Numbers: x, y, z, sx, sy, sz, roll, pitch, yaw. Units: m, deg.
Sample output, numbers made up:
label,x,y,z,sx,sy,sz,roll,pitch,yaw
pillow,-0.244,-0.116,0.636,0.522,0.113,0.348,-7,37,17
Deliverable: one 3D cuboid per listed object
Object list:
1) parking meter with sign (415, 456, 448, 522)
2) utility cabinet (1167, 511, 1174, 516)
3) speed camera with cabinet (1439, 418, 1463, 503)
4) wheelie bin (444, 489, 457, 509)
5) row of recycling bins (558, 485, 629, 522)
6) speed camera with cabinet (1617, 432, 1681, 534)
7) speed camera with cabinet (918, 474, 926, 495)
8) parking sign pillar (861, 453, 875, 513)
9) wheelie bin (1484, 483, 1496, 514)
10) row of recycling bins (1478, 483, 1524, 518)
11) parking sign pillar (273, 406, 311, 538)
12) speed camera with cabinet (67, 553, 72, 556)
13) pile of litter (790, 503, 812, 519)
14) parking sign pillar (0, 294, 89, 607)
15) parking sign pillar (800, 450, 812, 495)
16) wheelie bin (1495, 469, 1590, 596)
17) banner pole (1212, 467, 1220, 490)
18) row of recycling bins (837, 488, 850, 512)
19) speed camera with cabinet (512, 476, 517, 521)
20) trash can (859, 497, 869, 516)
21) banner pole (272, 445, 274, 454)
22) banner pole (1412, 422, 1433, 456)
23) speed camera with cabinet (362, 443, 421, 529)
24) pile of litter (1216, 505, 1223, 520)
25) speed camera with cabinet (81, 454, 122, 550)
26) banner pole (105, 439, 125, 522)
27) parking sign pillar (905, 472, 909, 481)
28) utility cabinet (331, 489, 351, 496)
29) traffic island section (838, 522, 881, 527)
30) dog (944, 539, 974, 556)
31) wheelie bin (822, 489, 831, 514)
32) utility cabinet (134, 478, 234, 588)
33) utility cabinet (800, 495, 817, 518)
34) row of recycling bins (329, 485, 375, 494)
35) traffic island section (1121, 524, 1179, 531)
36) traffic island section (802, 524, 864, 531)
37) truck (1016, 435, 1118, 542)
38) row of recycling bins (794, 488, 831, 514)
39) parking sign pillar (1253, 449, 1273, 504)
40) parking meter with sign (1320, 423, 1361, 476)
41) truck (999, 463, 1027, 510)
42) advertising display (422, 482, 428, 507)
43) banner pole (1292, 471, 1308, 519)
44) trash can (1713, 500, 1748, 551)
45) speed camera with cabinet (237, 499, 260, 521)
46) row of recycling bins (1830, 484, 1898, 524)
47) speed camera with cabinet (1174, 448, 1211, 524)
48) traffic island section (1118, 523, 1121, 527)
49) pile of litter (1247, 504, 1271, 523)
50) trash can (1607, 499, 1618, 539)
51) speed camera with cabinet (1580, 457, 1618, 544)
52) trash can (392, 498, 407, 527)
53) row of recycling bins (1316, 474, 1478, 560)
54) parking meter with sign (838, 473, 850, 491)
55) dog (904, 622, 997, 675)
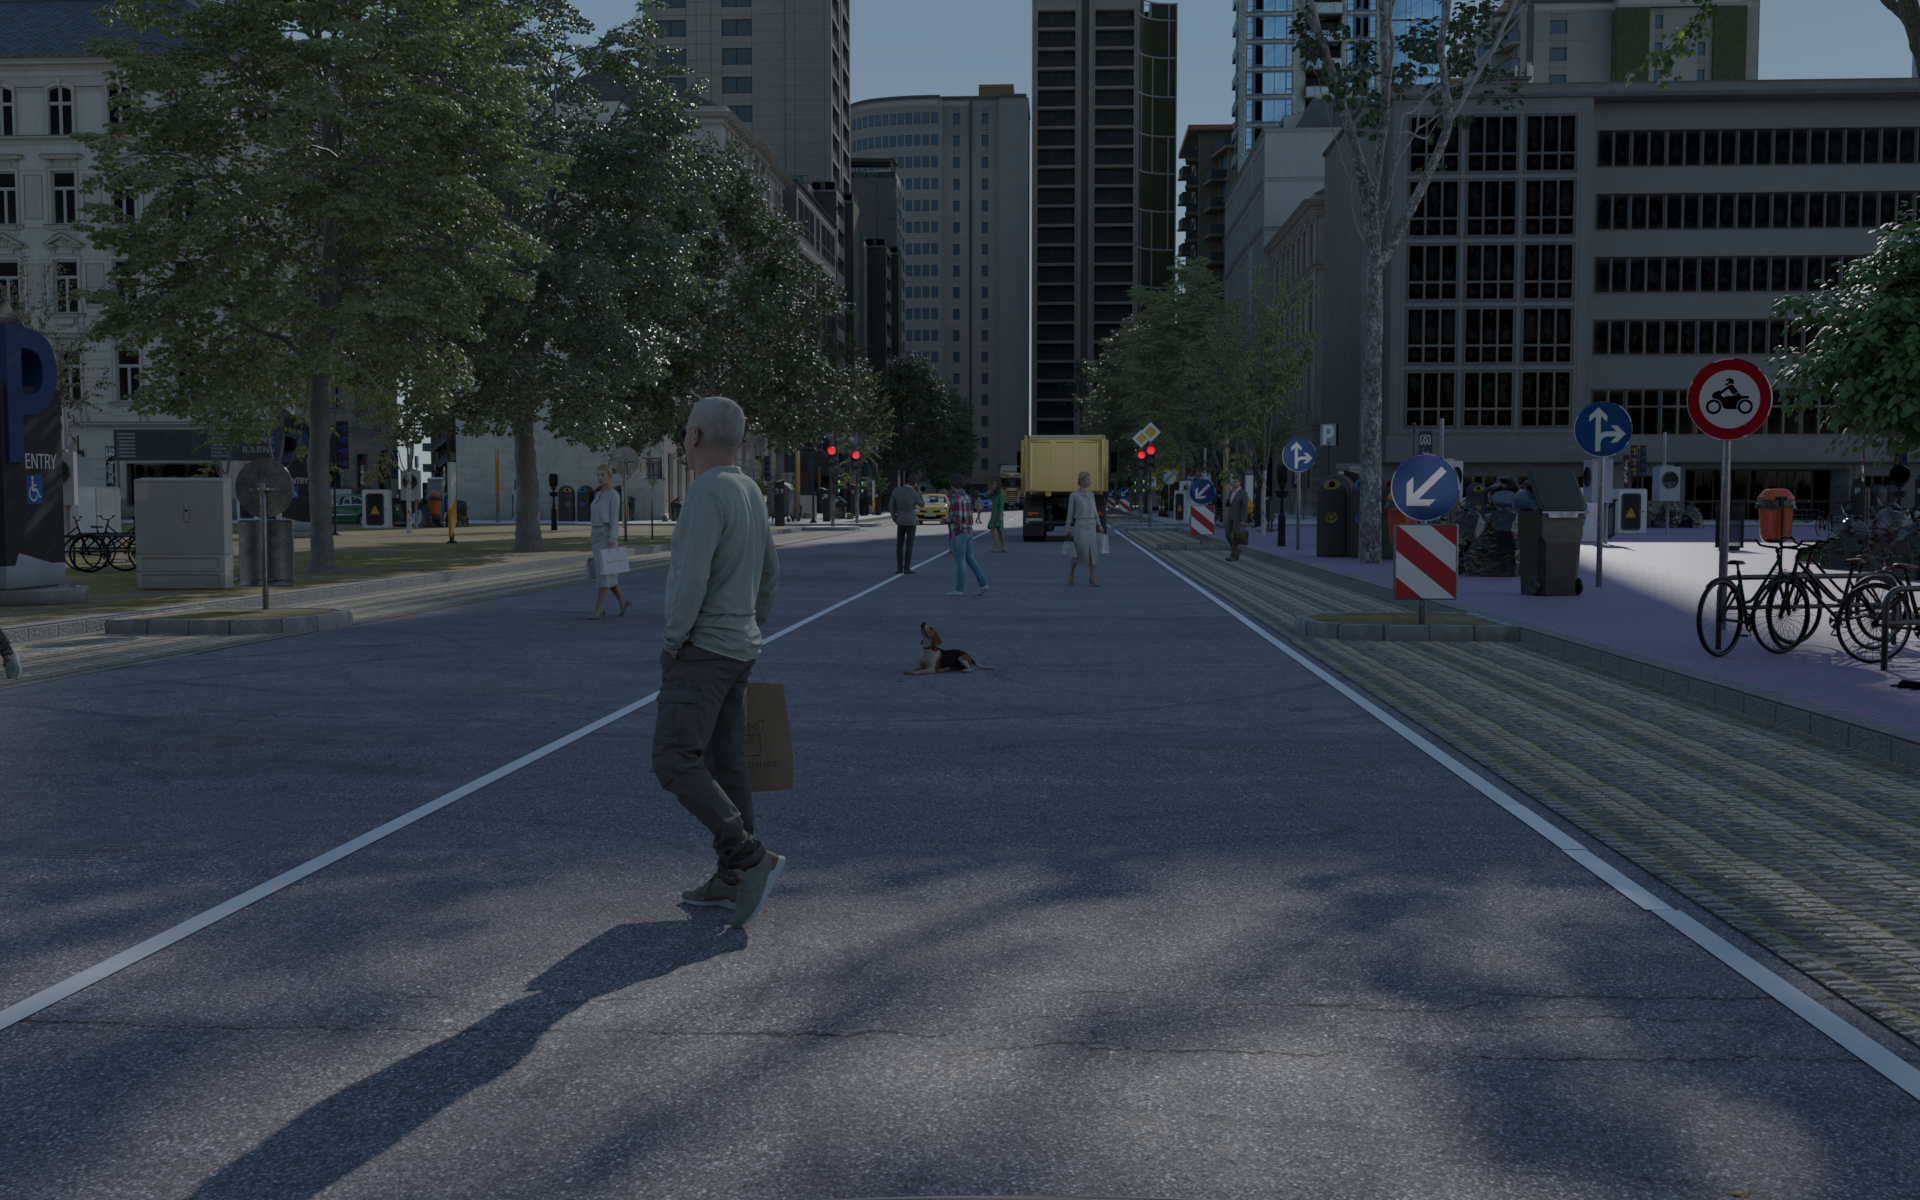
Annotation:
label,x,y,z,sx,sy,sz,roll,pitch,yaw
parking meter with sign,-23.928,-5.065,79.070,1.738,3.016,0.543,0,4,-7
utility cabinet,12.550,-5.538,101.716,0.306,1.237,1.020,2,4,35
speed camera with cabinet,12.200,-3.085,44.778,2.038,3.252,0.660,-3,5,-41
wheelie bin,-30.322,-5.839,103.381,0.693,1.594,0.980,3,5,42
row of recycling bins,-17.219,-4.542,81.376,3.534,1.692,1.069,1,4,13
speed camera with cabinet,21.852,-3.724,55.229,2.038,3.252,0.660,0,4,-3
speed camera with cabinet,-3.931,-9.593,151.177,2.038,3.252,0.660,-3,4,-36
parking sign pillar,-6.086,-7.667,113.834,1.447,3.967,1.447,1,4,21
wheelie bin,9.737,-1.404,30.868,0.693,1.594,0.980,0,4,-1
row of recycling bins,19.672,-3.330,61.559,3.534,1.692,1.069,3,4,39
parking sign pillar,-19.531,-3.824,50.987,1.447,3.967,1.447,1,4,13
speed camera with cabinet,-19.216,-2.512,35.413,2.038,3.252,0.660,-1,4,-19
pile of litter,-8.217,-4.679,90.461,1.176,0.858,1.719,3,4,38
parking sign pillar,-11.083,-1.948,20.320,1.447,3.967,1.447,0,4,1
parking sign pillar,-9.512,-7.216,106.452,1.447,3.967,1.447,-2,4,-28
wheelie bin,7.458,-0.862,21.997,0.980,1.594,0.693,-1,4,-11
banner pole,20.379,-9.082,138.511,0.863,3.779,0.401,-1,4,-14
row of recycling bins,-9.481,-7.106,123.301,3.534,1.692,1.069,1,4,12
speed camera with cabinet,-21.126,-5.430,83.111,0.660,3.252,2.038,-1,4,-19
trash can,-5.642,-5.517,101.854,0.748,1.137,0.748,0,3,0
banner pole,-30.521,-5.377,77.935,0.863,3.779,0.401,-1,4,-9
banner pole,16.101,-4.317,60.594,0.863,3.779,0.401,1,4,11
speed camera with cabinet,-21.009,-4.261,64.006,2.038,3.252,0.660,-1,4,-10
pile of litter,13.306,-4.481,87.229,1.719,0.858,1.176,0,4,6
speed camera with cabinet,-20.108,-2.790,39.950,2.038,3.252,0.660,3,5,40
banner pole,-38.644,-5.451,79.141,0.401,3.779,0.863,2,4,32
parking sign pillar,-4.409,-9.616,145.700,1.447,3.967,1.447,1,4,12
utility cabinet,-27.871,-4.216,77.603,1.173,1.500,0.318,0,4,8
traffic island section,-4.563,-3.303,76.284,2.009,0.180,2.903,0,4,3
dog,-0.011,-1.231,40.325,0.748,0.427,0.550,0,4,0
wheelie bin,-8.281,-6.216,109.539,0.693,1.594,0.980,2,4,28
utility cabinet,-10.438,-0.894,23.294,1.173,1.500,0.318,0,4,-2
utility cabinet,-8.097,-4.946,92.024,1.020,1.237,0.306,2,4,31
row of recycling bins,-28.850,-4.470,80.201,3.534,1.692,1.069,-3,5,-40
traffic island section,7.435,-2.770,67.572,2.009,0.180,2.903,0,4,3
traffic island section,-5.035,-2.815,68.313,2.009,0.180,2.903,0,4,3
truck,3.404,-3.648,55.576,3.469,3.379,9.791,0,4,4
row of recycling bins,-10.280,-6.494,113.292,3.534,1.692,1.069,-2,4,-34
parking sign pillar,17.728,-6.937,101.898,1.447,3.967,1.447,-2,4,-25
parking meter with sign,9.840,-2.885,43.425,1.738,3.016,0.543,-2,4,-33
truck,4.814,-10.334,157.870,2.839,4.237,11.283,0,4,3
advertising display,-29.600,-5.567,96.236,0.123,1.923,0.974,0,4,7
banner pole,17.490,-6.066,89.195,0.863,3.779,0.401,1,4,21
trash can,17.541,-1.701,39.464,0.748,1.137,0.748,0,3,0
speed camera with cabinet,-33.135,-5.362,81.997,2.038,3.252,0.660,-1,4,-14
row of recycling bins,38.877,-4.107,74.262,3.534,1.692,1.069,-1,4,-21
speed camera with cabinet,10.094,-4.950,75.267,0.660,3.252,2.038,-2,4,-26
traffic island section,7.907,-3.258,75.543,2.009,0.180,2.903,0,4,3
pile of litter,13.133,-3.891,77.578,1.719,0.858,1.176,1,4,13
trash can,18.573,-2.342,49.946,0.748,1.137,0.748,0,3,0
speed camera with cabinet,16.555,-3.136,45.604,0.660,3.252,2.038,0,4,1
trash can,-21.955,-3.437,67.849,0.748,1.137,0.748,0,3,0
row of recycling bins,8.461,-1.666,34.357,1.069,1.692,3.534,-2,4,-32
parking meter with sign,-9.304,-9.113,145.253,1.738,3.016,0.543,-2,4,-29
dog,-0.071,0.384,13.921,0.748,0.427,0.550,0,4,2
